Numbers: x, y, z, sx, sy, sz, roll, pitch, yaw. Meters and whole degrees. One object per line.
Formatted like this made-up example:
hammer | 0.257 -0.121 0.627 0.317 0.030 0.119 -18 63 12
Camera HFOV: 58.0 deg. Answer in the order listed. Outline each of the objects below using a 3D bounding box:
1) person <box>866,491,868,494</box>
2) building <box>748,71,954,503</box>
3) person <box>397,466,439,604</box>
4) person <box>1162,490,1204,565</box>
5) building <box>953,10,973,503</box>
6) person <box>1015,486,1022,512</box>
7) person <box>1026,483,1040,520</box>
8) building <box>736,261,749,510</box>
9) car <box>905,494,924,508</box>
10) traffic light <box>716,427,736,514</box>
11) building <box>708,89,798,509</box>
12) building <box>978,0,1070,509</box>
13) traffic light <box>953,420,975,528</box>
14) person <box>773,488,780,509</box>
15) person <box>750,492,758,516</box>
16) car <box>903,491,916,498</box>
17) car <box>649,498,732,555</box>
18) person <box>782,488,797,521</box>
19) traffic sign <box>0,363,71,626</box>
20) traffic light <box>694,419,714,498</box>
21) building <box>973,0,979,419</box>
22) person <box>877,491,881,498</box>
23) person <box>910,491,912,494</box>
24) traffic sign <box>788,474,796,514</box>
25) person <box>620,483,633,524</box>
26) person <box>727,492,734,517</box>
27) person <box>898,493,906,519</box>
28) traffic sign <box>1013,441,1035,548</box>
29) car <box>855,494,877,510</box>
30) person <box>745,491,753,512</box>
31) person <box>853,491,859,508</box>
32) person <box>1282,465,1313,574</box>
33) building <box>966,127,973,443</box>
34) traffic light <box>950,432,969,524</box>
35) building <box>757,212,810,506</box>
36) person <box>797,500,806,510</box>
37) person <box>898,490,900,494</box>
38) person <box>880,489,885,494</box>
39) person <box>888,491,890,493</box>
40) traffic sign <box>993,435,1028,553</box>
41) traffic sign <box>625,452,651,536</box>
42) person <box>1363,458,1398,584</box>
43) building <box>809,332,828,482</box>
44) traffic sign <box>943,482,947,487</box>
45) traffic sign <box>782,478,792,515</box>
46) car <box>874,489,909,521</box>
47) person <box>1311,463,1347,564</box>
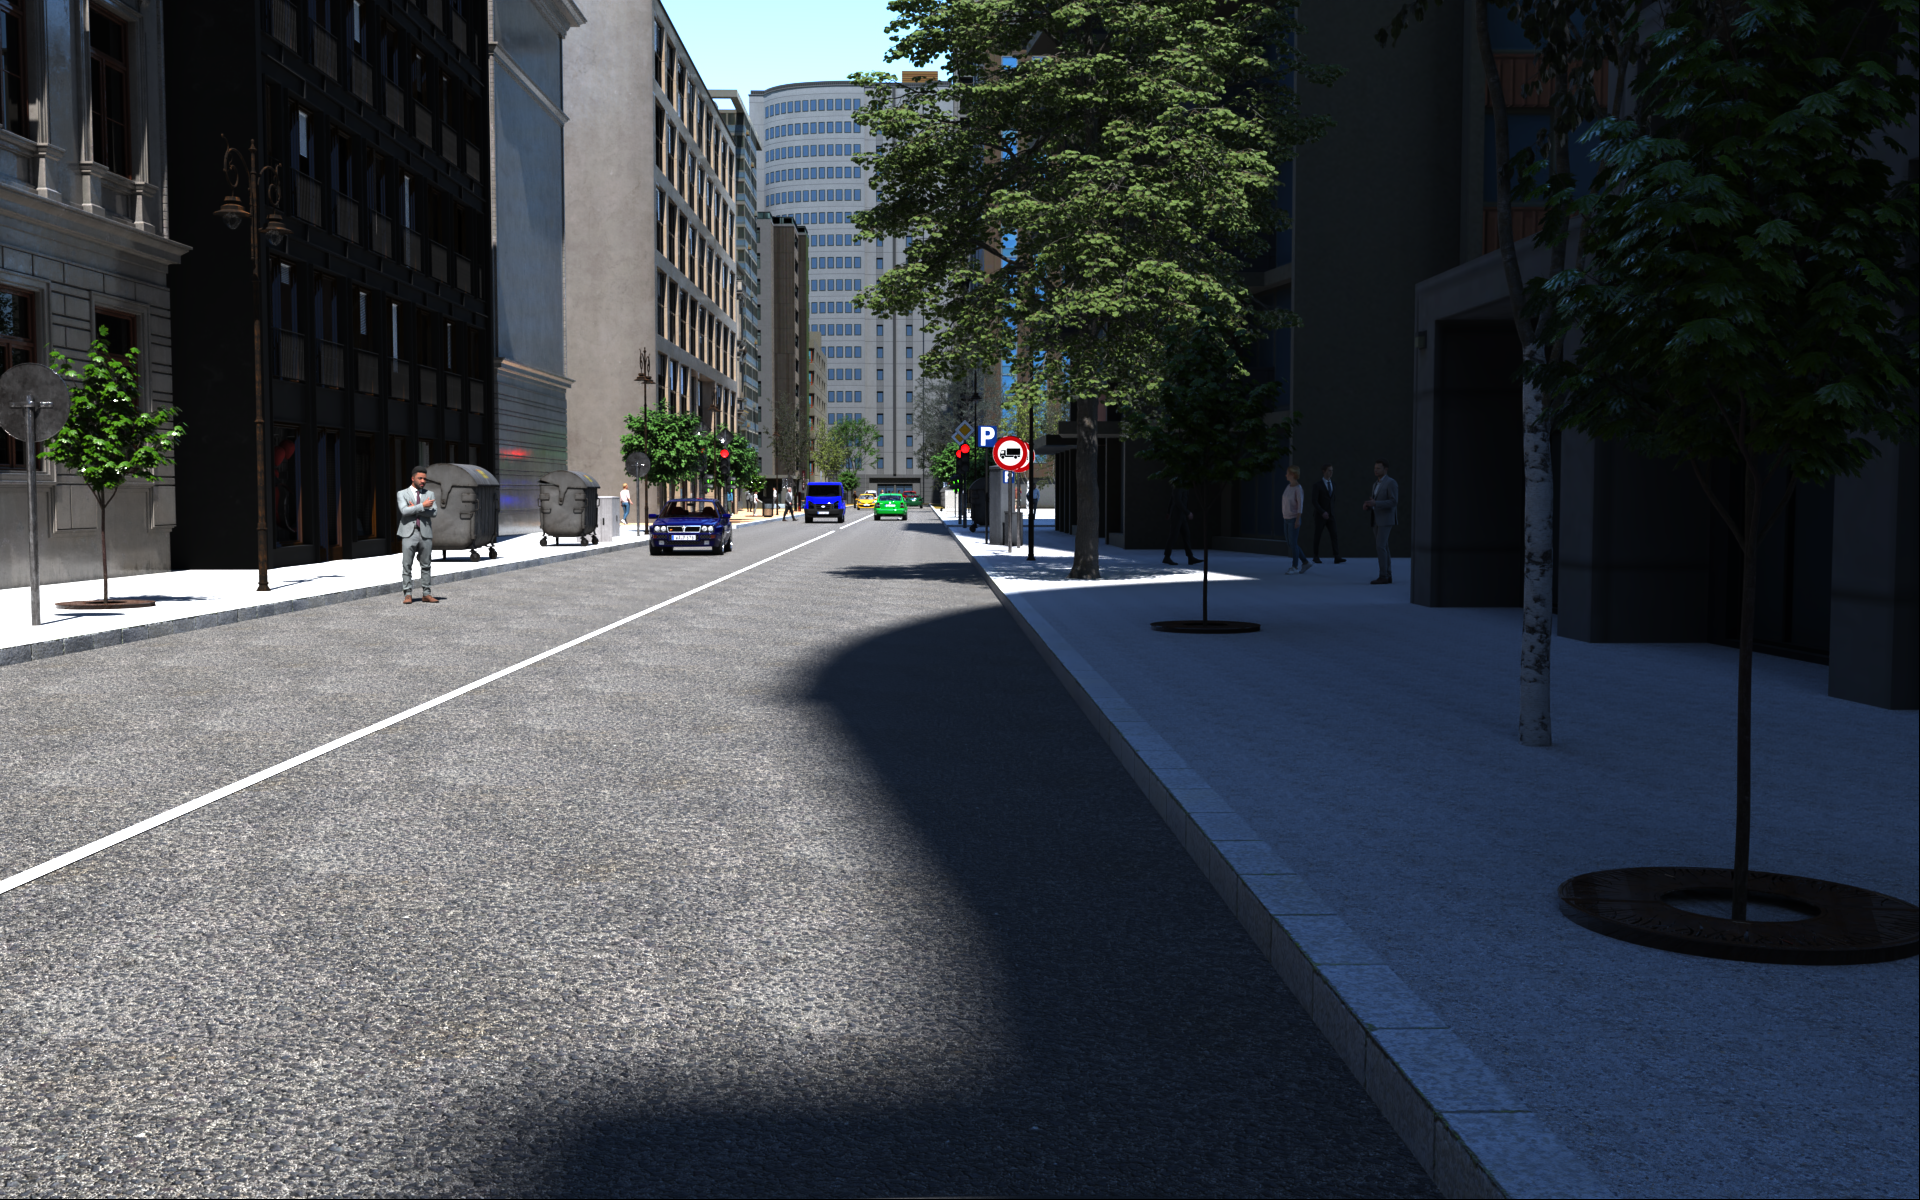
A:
person | -9.919 -10.831 186.305 0.721 1.735 1.217 2 4 27
building | -15.110 -42.960 244.399 28.212 58.520 21.231 0 4 -1
person | -7.088 -0.857 22.688 0.466 1.800 0.511 3 5 43
person | 4.037 -1.558 31.291 0.755 1.850 0.659 1 4 12
building | 9.312 -49.270 243.823 20.611 71.187 20.563 0 4 -1
person | 3.924 -6.831 117.702 0.580 1.828 0.573 -1 4 -14
person | 3.656 -4.929 86.731 0.679 1.850 0.850 0 4 6
building | -22.899 -18.825 126.871 14.460 24.649 34.723 0 4 -1
car | -4.659 -9.903 173.715 2.131 1.459 4.920 0 4 -2
traffic light | -9.872 -5.146 73.050 0.839 4.253 0.868 0 4 -1
building | -31.542 -28.598 159.454 32.217 40.220 23.993 0 4 -1
building | 8.794 -30.907 155.435 14.600 45.320 14.200 0 4 -1
traffic light | 0.167 -4.672 65.305 0.839 4.253 0.868 0 4 -1
person | -15.468 -8.499 145.095 0.850 1.850 0.679 0 4 5
person | -12.167 -5.755 102.738 0.503 1.515 0.523 1 4 23
car | -5.992 -12.066 205.952 2.281 1.827 5.304 0 4 -1
car | -6.481 -1.790 41.855 1.945 1.354 3.894 0 4 -3
person | -8.971 -5.050 91.466 0.834 1.777 0.661 0 4 4
traffic sign | -9.020 -1.023 16.832 0.768 2.556 0.104 0 4 1
traffic light | -9.691 -4.657 65.067 0.839 4.253 0.868 0 4 -1
building | 11.827 -38.794 176.273 21.231 58.520 28.212 0 4 -1
person | -8.699 -11.013 189.285 0.721 1.735 1.217 2 4 33
person | -5.709 -11.563 198.242 0.721 1.739 1.217 0 4 7
traffic sign | -11.173 -6.950 113.630 0.884 2.594 0.081 0 4 8
person | -14.174 -4.079 73.414 0.731 1.740 0.598 1 4 22
person | -12.496 -5.356 93.954 0.444 1.785 0.601 -1 4 -17
person | -3.308 -5.312 97.940 0.523 1.515 0.503 0 4 -3
traffic sign | 1.394 -2.502 41.018 0.768 2.556 0.104 0 4 3
car | -8.387 -8.899 155.728 2.015 1.641 3.980 0 4 -3
person | -15.168 -7.231 124.447 0.592 1.802 0.473 0 4 -8
person | -10.466 -10.090 173.998 0.721 1.766 1.217 -2 4 -31
person | 5.400 -1.288 27.766 0.598 1.740 0.731 -2 4 -23
building | 12.078 -35.865 205.993 23.786 49.044 30.456 0 4 -1
traffic light | -0.014 -5.160 73.288 0.839 4.253 0.868 0 4 -1
building | -23.020 -24.909 178.964 14.160 30.474 14.107 0 4 -1
person | -12.838 -7.993 142.231 1.012 1.151 0.738 3 4 37
person | -6.253 -10.431 178.980 0.705 1.831 1.348 1 4 9
person | -5.776 -7.439 130.408 0.520 1.790 0.573 -2 4 -27
person | -8.966 -12.958 219.989 0.705 1.869 1.348 3 5 44
traffic sign | 1.092 -2.300 37.706 0.768 2.556 0.104 0 4 0
traffic sign | -9.738 -3.196 52.361 0.768 2.556 0.104 0 4 2
person | 5.972 -1.135 24.797 0.583 1.804 0.606 -1 4 -20
building | -31.035 -22.120 206.703 28.899 21.520 27.650 0 4 -1
traffic sign | -1.092 -8.567 142.208 0.606 2.300 0.079 0 4 6
traffic sign | -10.829 -6.504 108.476 0.606 2.300 0.079 0 4 3
car | -3.786 -5.280 95.120 1.959 1.807 4.718 0 4 -1
person | 6.804 -1.599 31.970 0.659 1.850 0.755 -2 4 -27
